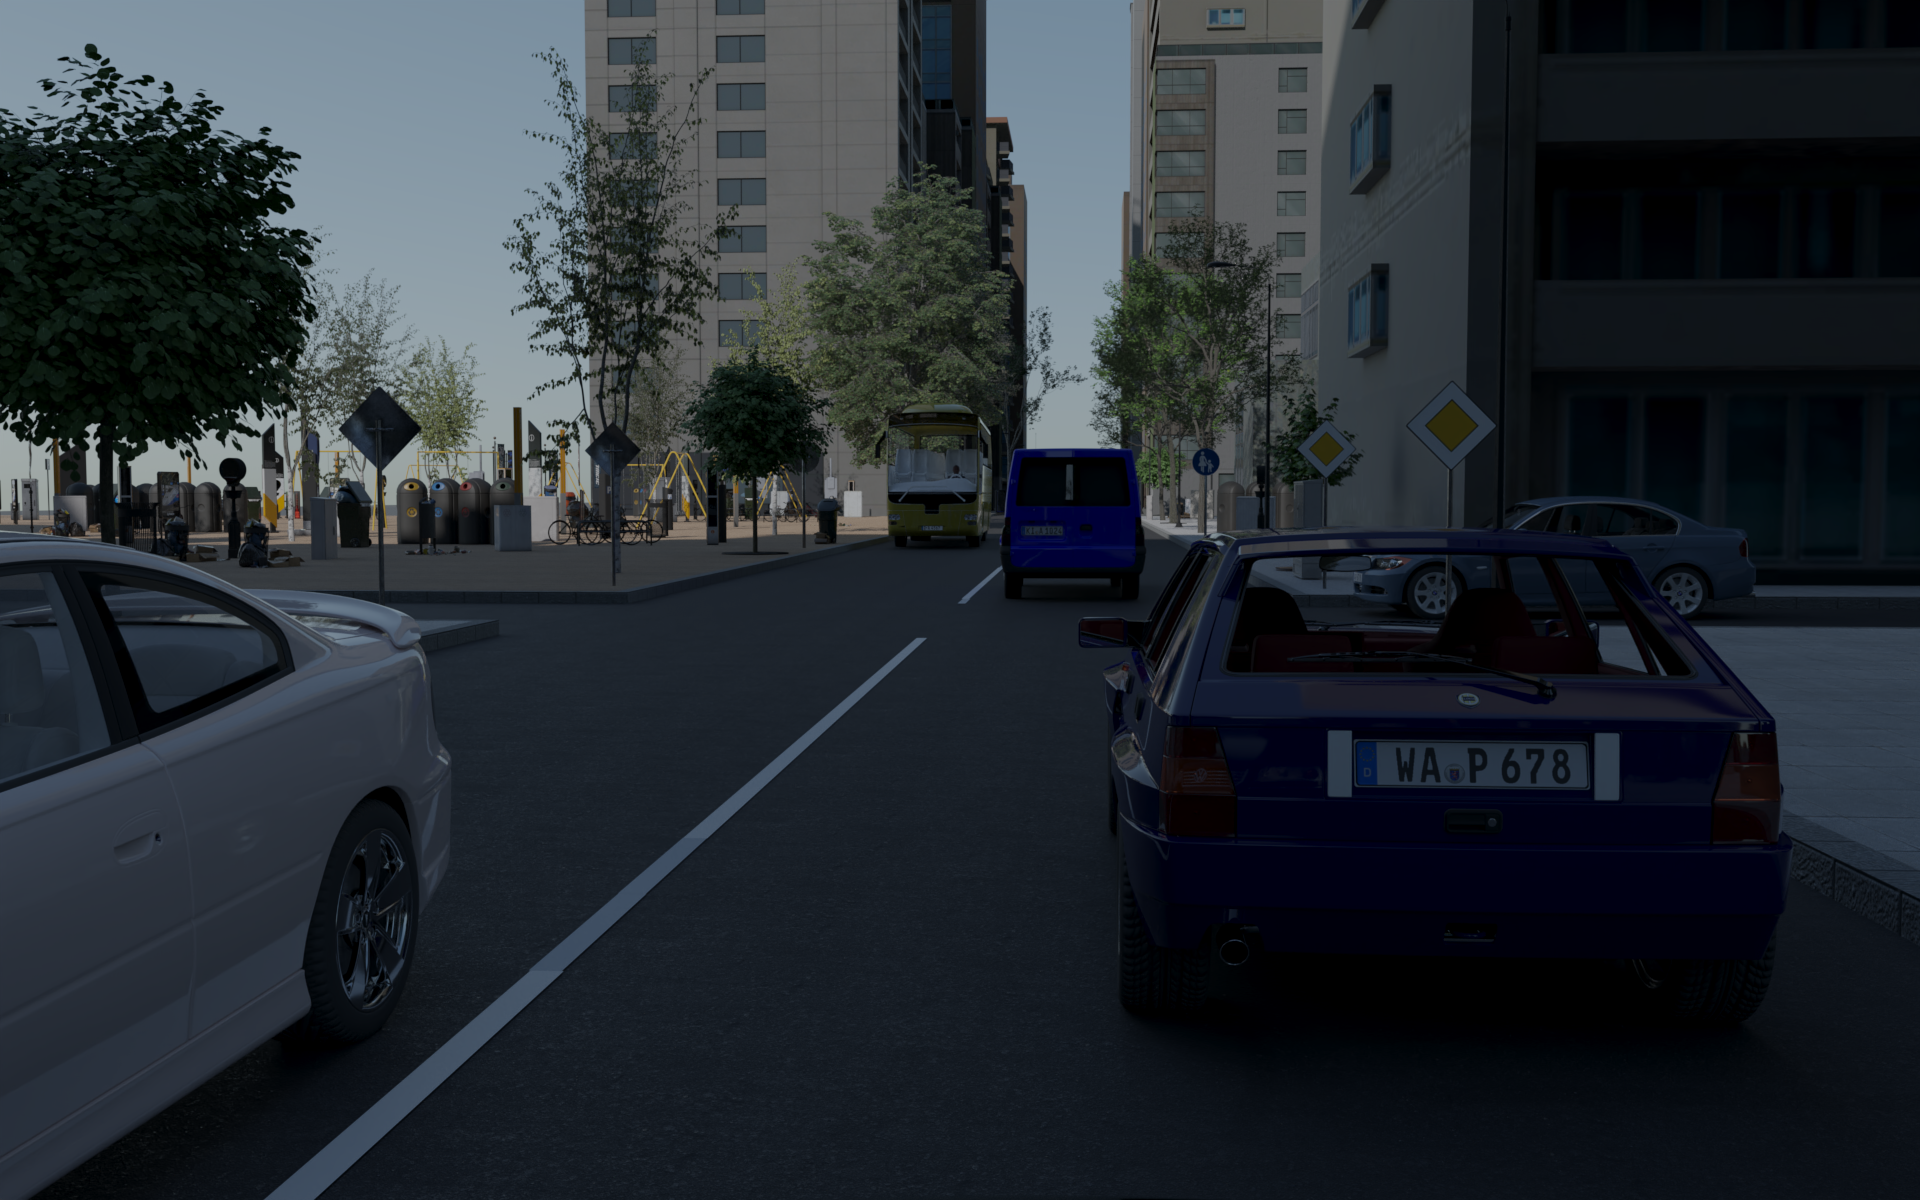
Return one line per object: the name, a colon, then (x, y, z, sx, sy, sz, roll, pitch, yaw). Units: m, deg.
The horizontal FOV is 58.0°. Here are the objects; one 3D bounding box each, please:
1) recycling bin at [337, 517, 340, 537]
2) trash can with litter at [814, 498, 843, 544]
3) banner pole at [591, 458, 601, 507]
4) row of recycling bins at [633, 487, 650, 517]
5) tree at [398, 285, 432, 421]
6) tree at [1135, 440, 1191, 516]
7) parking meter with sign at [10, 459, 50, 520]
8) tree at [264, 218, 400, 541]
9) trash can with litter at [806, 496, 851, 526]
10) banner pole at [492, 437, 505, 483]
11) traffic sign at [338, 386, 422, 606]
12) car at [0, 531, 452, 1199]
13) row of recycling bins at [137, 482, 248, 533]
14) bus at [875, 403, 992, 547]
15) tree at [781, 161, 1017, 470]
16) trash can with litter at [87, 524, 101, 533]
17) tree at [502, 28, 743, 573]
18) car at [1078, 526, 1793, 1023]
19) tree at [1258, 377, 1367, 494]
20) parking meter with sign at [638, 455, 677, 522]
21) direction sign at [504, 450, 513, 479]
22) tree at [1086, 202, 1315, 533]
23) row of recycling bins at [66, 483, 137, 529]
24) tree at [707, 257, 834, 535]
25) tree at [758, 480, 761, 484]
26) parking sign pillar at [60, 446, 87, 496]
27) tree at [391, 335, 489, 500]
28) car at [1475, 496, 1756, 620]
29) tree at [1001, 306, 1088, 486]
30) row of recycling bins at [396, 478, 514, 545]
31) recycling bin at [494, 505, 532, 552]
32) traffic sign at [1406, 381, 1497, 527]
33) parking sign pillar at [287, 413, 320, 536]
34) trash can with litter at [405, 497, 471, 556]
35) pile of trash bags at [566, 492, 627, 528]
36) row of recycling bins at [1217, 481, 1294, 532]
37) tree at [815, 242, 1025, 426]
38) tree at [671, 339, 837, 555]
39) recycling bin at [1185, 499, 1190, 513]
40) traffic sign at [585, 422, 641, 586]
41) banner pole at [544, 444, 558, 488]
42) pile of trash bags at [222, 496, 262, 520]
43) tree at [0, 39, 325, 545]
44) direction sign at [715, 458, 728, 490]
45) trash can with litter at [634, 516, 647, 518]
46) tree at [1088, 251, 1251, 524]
recycling bin: (-18.227, -2.397, 51.745, 0.722, 1.027, 0.722, -1, 4, -19)
trash can with litter: (-3.406, -2.031, 44.589, 0.624, 1.170, 1.055, 0, 4, 8)
banner pole: (-18.660, -6.032, 88.634, 0.863, 3.779, 0.401, 2, 4, 33)
row of recycling bins: (-17.562, -5.543, 97.740, 1.069, 1.692, 3.534, -2, 4, -27)
tree: (-19.728, -6.535, 57.210, 4.360, 8.622, 3.978, 0, 3, 0)
tree: (12.035, -7.303, 103.125, 4.285, 4.588, 4.351, 0, 3, 0)
parking meter with sign: (-45.808, -5.446, 85.298, 1.738, 3.016, 0.543, -1, 4, -14)
tree: (-17.924, -5.901, 46.850, 4.360, 8.622, 3.978, 0, 3, 0)
trash can with litter: (-5.101, -3.574, 69.499, 1.678, 1.210, 2.233, -2, 4, -25)
banner pole: (-20.138, -5.238, 75.651, 0.401, 3.779, 0.863, 2, 4, 25)
traffic sign: (-5.405, -0.766, 16.162, 0.795, 2.450, 0.064, 0, 4, 4)
car: (-2.566, 0.553, 3.313, 2.083, 1.381, 4.827, 0, 4, 5)
row of recycling bins: (-25.655, -3.132, 58.328, 3.534, 1.692, 1.069, 1, 4, 9)
bus: (-0.477, -3.595, 50.329, 2.896, 3.916, 12.252, 0, 4, 2)
tree: (-2.222, -9.886, 68.286, 9.857, 13.997, 8.962, 0, 3, 0)
trash can with litter: (-28.492, -2.828, 57.618, 1.055, 1.170, 0.624, 0, 4, -5)
tree: (-5.606, -4.757, 28.147, 4.360, 8.622, 3.978, 0, 3, 0)
car: (1.386, 0.397, 6.083, 1.945, 1.354, 3.894, 0, 4, 4)
tree: (5.796, -2.090, 28.770, 1.663, 3.219, 1.824, 0, 3, 0)
parking meter with sign: (-13.654, -5.014, 78.233, 1.738, 3.016, 0.543, -1, 4, -10)
direction sign: (-23.344, -5.948, 89.241, 0.876, 3.537, 0.379, 2, 4, 33)
tree: (7.710, -7.468, 56.515, 8.767, 10.594, 7.601, 3, 5, 41)
row of recycling bins: (-31.217, -3.480, 64.003, 1.069, 1.692, 3.534, 2, 4, 30)
tree: (-5.864, -6.353, 54.230, 4.737, 8.622, 4.395, 0, 3, 0)
tree: (-11.192, -8.558, 90.290, 4.360, 8.622, 3.978, 0, 3, 0)
parking sign pillar: (-43.319, -5.870, 84.443, 1.447, 3.967, 1.447, 3, 4, 38)
tree: (-23.528, -7.895, 79.441, 4.737, 8.622, 4.395, 0, 3, 0)
car: (6.938, -0.518, 20.466, 4.499, 1.417, 2.014, 0, 4, 2)
tree: (6.209, -19.451, 173.914, 12.611, 20.169, 13.585, 0, 3, 0)
row of recycling bins: (-12.786, -2.270, 44.231, 3.534, 1.692, 1.069, 1, 4, 16)
recycling bin: (-10.076, -1.620, 39.036, 0.722, 1.027, 0.722, -2, 4, -24)
traffic sign: (4.362, -0.722, 15.440, 0.795, 2.450, 0.064, 0, 4, 4)
parking sign pillar: (-20.216, -4.003, 53.915, 1.447, 3.967, 1.447, -1, 4, -16)
trash can with litter: (-11.125, -1.600, 37.211, 1.678, 1.210, 2.233, 1, 4, 16)
pile of trash bags: (-14.413, -3.508, 67.112, 1.912, 1.369, 3.447, -3, 5, -44)
row of recycling bins: (9.995, -2.965, 55.592, 3.534, 1.692, 1.069, -1, 4, -13)
tree: (-1.837, -10.446, 81.158, 12.009, 13.543, 11.850, 0, 3, 0)
tree: (-4.460, -3.258, 36.983, 4.285, 4.588, 4.351, 0, 3, 0)
recycling bin: (12.721, -4.999, 94.286, 0.722, 1.027, 0.722, 2, 4, 30)
traffic sign: (-4.831, -1.253, 24.127, 0.795, 2.450, 0.064, 0, 4, 4)
banner pole: (-20.463, -5.901, 86.492, 0.863, 3.779, 0.401, -1, 4, -22)
pile of trash bags: (-36.563, -4.676, 86.198, 3.447, 1.369, 1.912, -2, 4, -29)
tree: (-6.250, -1.778, 12.780, 4.285, 4.588, 4.351, 0, 3, 0)
direction sign: (-13.179, -6.319, 95.319, 0.876, 3.537, 0.379, 0, 4, 5)
trash can with litter: (-16.624, -5.097, 94.400, 2.233, 1.210, 1.678, 0, 4, 5)
tree: (9.122, -9.124, 74.932, 9.928, 11.665, 9.643, 0, 3, 0)
